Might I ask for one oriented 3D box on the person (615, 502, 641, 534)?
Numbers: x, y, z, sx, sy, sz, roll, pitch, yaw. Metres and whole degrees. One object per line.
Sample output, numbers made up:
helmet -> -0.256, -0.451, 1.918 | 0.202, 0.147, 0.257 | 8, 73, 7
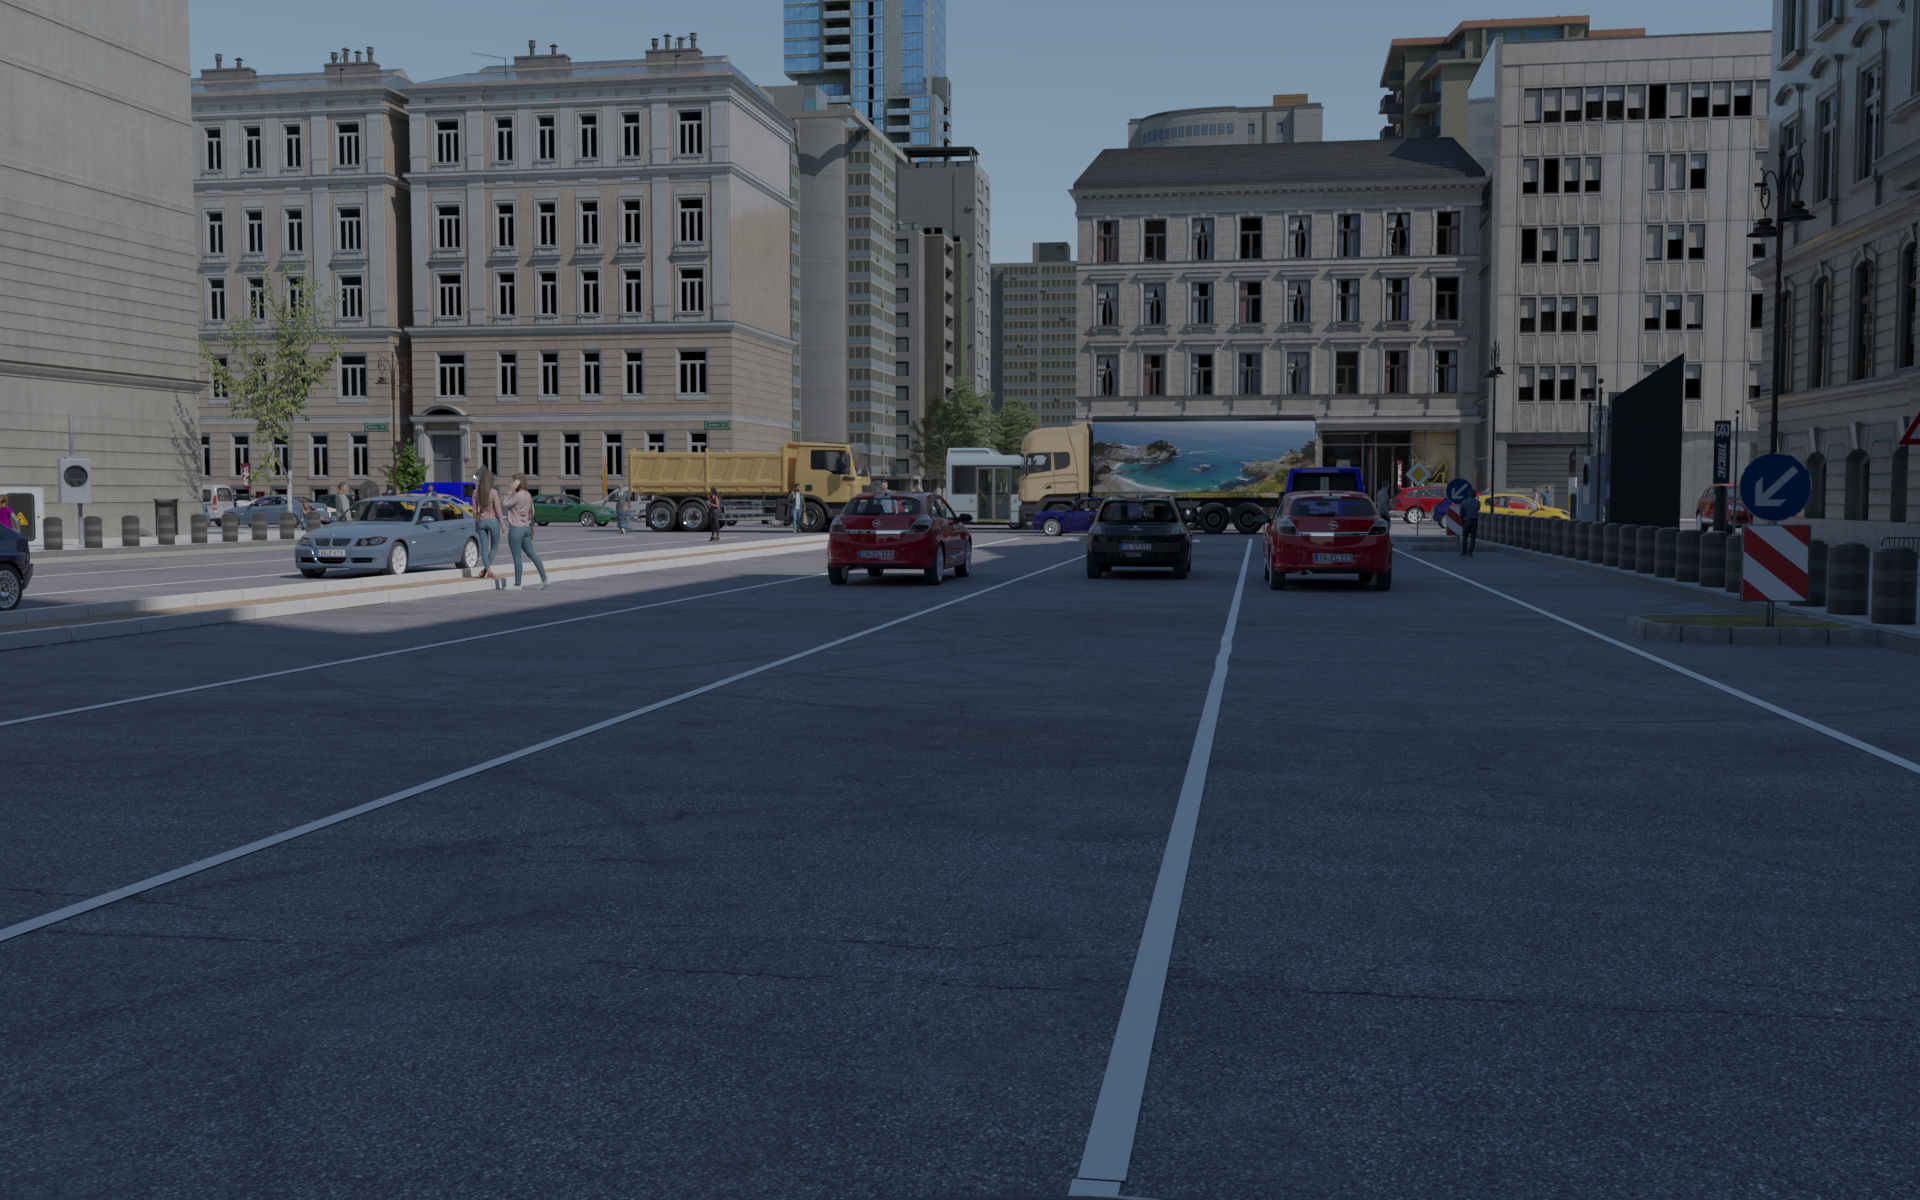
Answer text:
person -> -12.106, -2.960, 62.391 | 1.012, 1.151, 0.738 | 2, 4, 31

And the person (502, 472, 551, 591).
person -> -6.457, -1.020, 25.768 | 0.643, 1.750, 0.593 | 1, 4, 11

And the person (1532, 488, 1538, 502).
person -> 27.472, -4.494, 82.730 | 0.760, 1.731, 0.466 | -2, 4, -26

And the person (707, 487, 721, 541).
person -> -7.491, -2.598, 52.443 | 0.593, 1.643, 0.415 | 2, 4, 34

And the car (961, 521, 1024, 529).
car -> 1.161, -3.695, 72.419 | 4.499, 1.417, 2.014 | 1, 4, 10

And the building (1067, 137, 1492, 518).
building -> 8.413, -15.142, 98.476 | 40.483, 20.767, 10.553 | 1, 4, 10

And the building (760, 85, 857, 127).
building -> -26.759, -35.783, 204.653 | 30.456, 49.044, 23.786 | 1, 4, 10

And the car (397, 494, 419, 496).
car -> -25.154, -4.146, 78.019 | 3.980, 1.641, 2.015 | 1, 4, 8

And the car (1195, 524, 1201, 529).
car -> 8.641, -3.584, 71.176 | 3.894, 1.354, 1.945 | 1, 4, 9

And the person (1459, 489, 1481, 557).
person -> 11.677, -1.774, 39.725 | 0.499, 1.552, 0.429 | 2, 4, 31

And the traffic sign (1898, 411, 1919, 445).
traffic sign -> 10.591, -1.144, 18.705 | 0.884, 2.594, 0.081 | 1, 4, 13

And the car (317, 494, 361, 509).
car -> -32.521, -5.057, 92.470 | 4.222, 1.686, 2.009 | 1, 4, 10

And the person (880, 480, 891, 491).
person -> -2.095, -2.469, 48.880 | 0.660, 1.820, 0.620 | -1, 4, -12

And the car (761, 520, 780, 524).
car -> -8.255, -4.380, 83.410 | 2.131, 1.459, 4.920 | 1, 4, 9

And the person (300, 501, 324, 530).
person -> -24.678, -3.168, 65.788 | 1.012, 1.151, 0.738 | -3, 5, -44

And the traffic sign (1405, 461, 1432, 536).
traffic sign -> 14.018, -3.020, 53.013 | 0.795, 2.450, 0.064 | 1, 4, 10

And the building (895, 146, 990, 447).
building -> -3.841, -31.971, 206.316 | 14.086, 41.232, 14.154 | 1, 4, 10

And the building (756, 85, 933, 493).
building -> -19.516, -29.173, 168.866 | 32.217, 40.220, 23.993 | 1, 4, 10

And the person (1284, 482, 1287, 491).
person -> 10.650, -2.912, 56.092 | 0.573, 1.828, 0.580 | -1, 4, -17

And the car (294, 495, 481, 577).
car -> -10.159, -1.171, 31.156 | 2.014, 1.417, 4.499 | 1, 4, 10

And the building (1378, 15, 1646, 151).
building -> 51.278, -31.196, 164.676 | 22.147, 44.769, 28.867 | 1, 4, 10

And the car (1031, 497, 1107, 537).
car -> 4.406, -2.832, 58.891 | 3.894, 1.354, 1.945 | 1, 4, 11

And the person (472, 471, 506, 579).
person -> -7.926, -1.264, 29.179 | 0.555, 1.821, 0.388 | 0, 4, -3

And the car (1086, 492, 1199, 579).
car -> 3.219, -1.280, 30.713 | 2.009, 1.686, 4.222 | 1, 4, 9

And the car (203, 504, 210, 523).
car -> -32.268, -3.490, 69.062 | 4.499, 1.417, 2.014 | 1, 4, 11

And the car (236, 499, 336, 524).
car -> -31.591, -4.223, 81.409 | 4.827, 1.381, 2.083 | 1, 4, 9

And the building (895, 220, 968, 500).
building -> -7.159, -25.390, 186.831 | 14.160, 30.474, 14.107 | 1, 4, 10

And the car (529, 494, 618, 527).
car -> -17.599, -3.988, 76.994 | 4.920, 1.459, 2.131 | 1, 4, 11

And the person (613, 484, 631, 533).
person -> -12.500, -3.381, 63.961 | 0.661, 1.801, 0.590 | 0, 4, -4

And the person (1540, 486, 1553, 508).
person -> 26.055, -4.176, 76.901 | 0.598, 1.807, 0.434 | 0, 4, -8

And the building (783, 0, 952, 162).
building -> -14.266, -58.444, 268.224 | 31.000, 86.520, 22.319 | 1, 4, 10

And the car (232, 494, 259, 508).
car -> -38.434, -5.107, 93.287 | 4.222, 1.686, 2.009 | 1, 4, 10

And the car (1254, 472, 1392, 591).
car -> 5.729, -1.115, 27.275 | 2.155, 1.783, 4.494 | 0, 4, 8

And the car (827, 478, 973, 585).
car -> -0.932, -1.208, 28.796 | 2.155, 1.783, 4.494 | 1, 4, 10

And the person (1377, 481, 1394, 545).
person -> 11.900, -2.448, 48.618 | 0.391, 1.810, 0.635 | -1, 4, -10

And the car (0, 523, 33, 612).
car -> -12.495, -0.428, 19.582 | 1.945, 1.354, 3.894 | 1, 4, 11

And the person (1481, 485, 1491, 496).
person -> 22.990, -4.110, 75.720 | 0.654, 1.822, 0.581 | -3, 5, -40

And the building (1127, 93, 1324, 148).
building -> 39.425, -43.898, 259.733 | 28.212, 58.520, 21.231 | 1, 4, 10

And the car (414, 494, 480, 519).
car -> -21.150, -3.713, 70.924 | 3.980, 1.641, 2.015 | 1, 4, 10

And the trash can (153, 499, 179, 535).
trash can -> -23.542, -2.430, 51.391 | 0.748, 1.137, 0.748 | 0, 3, 0

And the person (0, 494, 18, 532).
person -> -17.209, -1.199, 31.332 | 0.726, 1.435, 0.776 | 0, 4, -1

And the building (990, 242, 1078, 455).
building -> 13.960, -35.365, 270.098 | 23.993, 40.220, 32.217 | 1, 4, 10

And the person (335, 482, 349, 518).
person -> -15.117, -2.026, 42.383 | 0.466, 1.731, 0.760 | 1, 4, 13

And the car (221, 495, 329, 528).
car -> -29.286, -3.792, 74.004 | 4.499, 1.417, 2.014 | 1, 4, 11

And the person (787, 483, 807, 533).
person -> -5.857, -3.317, 62.720 | 0.794, 1.824, 0.713 | -1, 4, -12

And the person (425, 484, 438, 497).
person -> -20.517, -3.598, 67.305 | 0.794, 1.824, 0.713 | 2, 4, 31

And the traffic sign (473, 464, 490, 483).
traffic sign -> -16.022, -3.340, 58.247 | 0.795, 2.450, 0.064 | 1, 4, 10

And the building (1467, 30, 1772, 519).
building -> 38.273, -16.864, 93.756 | 19.932, 24.808, 12.078 | 1, 4, 10

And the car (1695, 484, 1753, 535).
car -> 28.133, -3.294, 62.526 | 2.281, 1.827, 5.304 | 1, 4, 9
